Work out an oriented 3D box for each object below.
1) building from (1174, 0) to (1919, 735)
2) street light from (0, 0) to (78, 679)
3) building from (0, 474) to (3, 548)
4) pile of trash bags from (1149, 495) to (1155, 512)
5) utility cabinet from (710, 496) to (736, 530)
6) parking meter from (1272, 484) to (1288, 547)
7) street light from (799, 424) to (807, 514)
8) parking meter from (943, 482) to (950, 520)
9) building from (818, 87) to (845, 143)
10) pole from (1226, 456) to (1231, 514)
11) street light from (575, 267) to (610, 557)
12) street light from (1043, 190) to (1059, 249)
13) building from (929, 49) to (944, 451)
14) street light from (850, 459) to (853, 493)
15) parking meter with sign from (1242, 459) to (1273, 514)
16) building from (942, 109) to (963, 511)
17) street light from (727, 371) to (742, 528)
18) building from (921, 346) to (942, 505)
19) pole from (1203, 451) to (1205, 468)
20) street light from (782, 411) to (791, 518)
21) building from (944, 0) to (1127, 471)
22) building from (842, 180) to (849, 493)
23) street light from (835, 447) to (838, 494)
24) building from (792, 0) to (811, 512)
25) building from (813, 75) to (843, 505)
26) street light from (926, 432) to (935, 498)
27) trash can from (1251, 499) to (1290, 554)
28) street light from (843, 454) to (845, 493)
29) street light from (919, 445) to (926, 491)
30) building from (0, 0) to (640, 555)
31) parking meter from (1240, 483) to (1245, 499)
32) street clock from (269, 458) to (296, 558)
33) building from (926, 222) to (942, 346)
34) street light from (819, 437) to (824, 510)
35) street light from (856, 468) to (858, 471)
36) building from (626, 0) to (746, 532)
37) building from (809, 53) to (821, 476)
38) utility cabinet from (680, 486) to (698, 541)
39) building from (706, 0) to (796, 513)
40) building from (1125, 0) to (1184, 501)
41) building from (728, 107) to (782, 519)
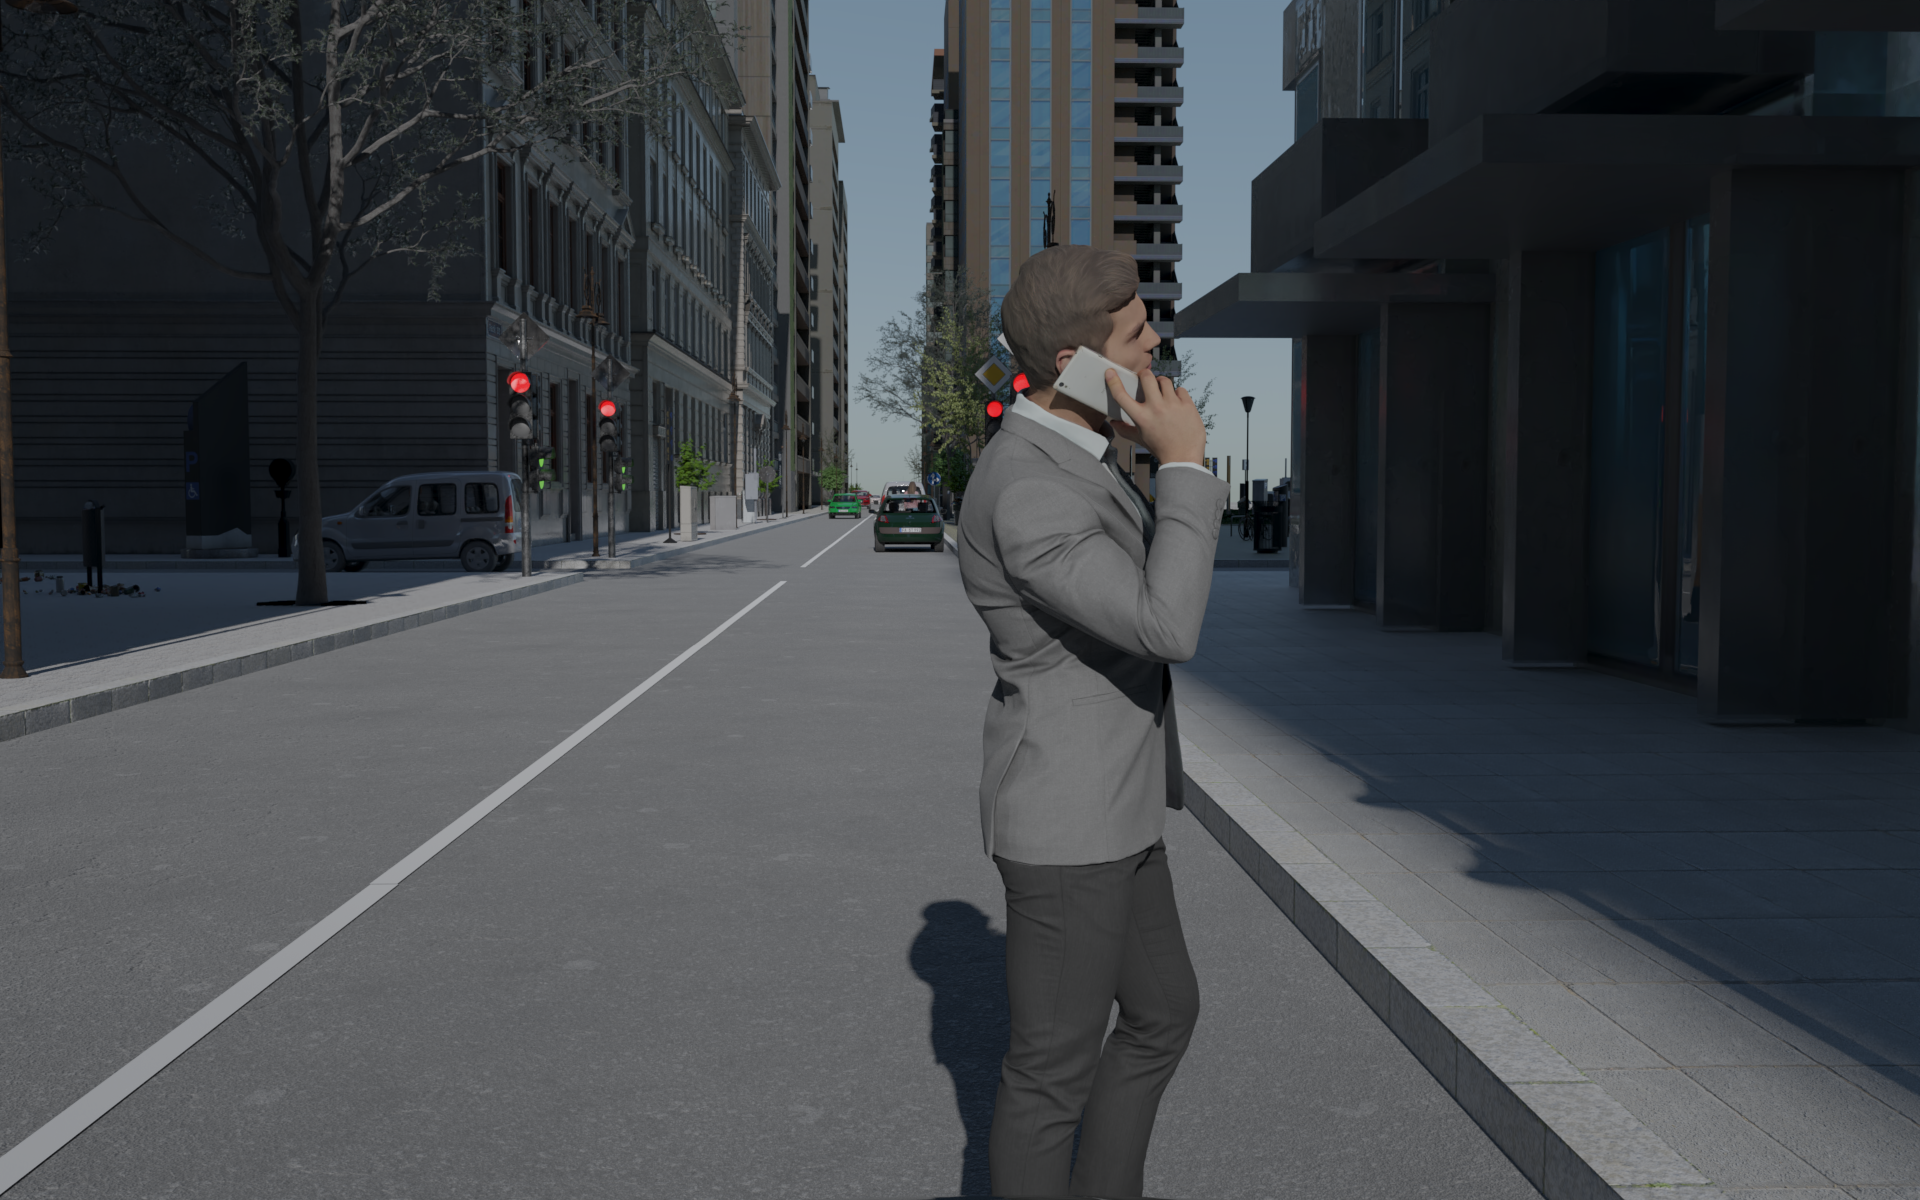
[{"bbox_3d":[14.562,-23.892,10.251,23.786,49.044,30.456,0,4,-2],"label":"building"},{"bbox_3d":[-6.610,-2.394,11.923,0.468,5.910,1.993,0,4,-2],"label":"street light"},{"bbox_3d":[-30.632,-12.870,40.098,15.834,23.373,12.332,0,4,-2],"label":"building"},{"bbox_3d":[6.560,-3.283,63.430,1.912,1.369,3.447,1,4,8],"label":"pile of trash bags"},{"bbox_3d":[-8.465,-3.100,61.850,0.306,1.237,1.020,3,5,40],"label":"utility cabinet"},{"bbox_3d":[7.764,-2.057,42.036,0.372,1.533,0.369,0,3,0],"label":"parking meter"},{"bbox_3d":[-10.083,-8.484,111.504,0.468,5.910,1.993,0,4,-2],"label":"street light"},{"bbox_3d":[-0.670,-4.858,85.137,0.255,1.863,0.399,2,4,27],"label":"parking meter"},{"bbox_3d":[-29.780,-39.094,228.424,28.713,52.752,27.495,0,4,-2],"label":"building"},{"bbox_3d":[14.230,-5.990,91.776,0.158,3.312,0.155,0,3,0],"label":"pole"},{"bbox_3d":[-7.474,-3.828,35.377,0.468,5.910,1.993,0,4,-2],"label":"street light"},{"bbox_3d":[1.364,-3.298,26.717,0.468,5.910,1.993,0,4,-2],"label":"street light"},{"bbox_3d":[8.171,-31.552,170.502,22.147,44.769,28.867,0,4,-2],"label":"building"},{"bbox_3d":[-14.057,-15.377,224.196,0.468,5.910,1.993,0,4,-2],"label":"street light"},{"bbox_3d":[14.971,-5.516,86.448,1.738,3.016,0.543,3,4,39],"label":"parking meter with sign"},{"bbox_3d":[5.586,-22.135,133.610,14.160,30.474,14.107,0,4,-2],"label":"building"},{"bbox_3d":[-8.464,-5.652,65.200,0.468,5.910,1.993,0,4,-2],"label":"street light"},{"bbox_3d":[9.135,-22.788,217.630,27.650,21.520,28.899,0,4,-2],"label":"building"},{"bbox_3d":[9.371,-4.469,66.917,0.158,3.312,0.155,0,3,0],"label":"pole"},{"bbox_3d":[-9.481,-7.454,94.667,0.468,5.910,1.993,0,4,-2],"label":"street light"},{"bbox_3d":[5.719,-30.436,147.746,14.600,45.320,14.200,0,4,-2],"label":"building"},{"bbox_3d":[-27.333,-38.499,253.155,21.300,48.544,21.600,0,4,-2],"label":"building"},{"bbox_3d":[-12.175,-12.102,170.649,0.468,5.910,1.993,0,4,-2],"label":"street light"},{"bbox_3d":[-22.818,-31.203,133.873,21.300,48.544,21.600,0,4,-2],"label":"building"},{"bbox_3d":[-25.284,-35.504,204.193,21.300,48.544,21.600,0,4,-2],"label":"building"},{"bbox_3d":[-2.045,-9.402,126.505,0.468,5.910,1.993,0,4,-2],"label":"street light"},{"bbox_3d":[6.658,-1.579,37.472,0.748,1.137,0.748,0,3,0],"label":"trash can"},{"bbox_3d":[-13.072,-13.578,194.788,0.468,5.910,1.993,0,4,-2],"label":"street light"},{"bbox_3d":[-3.201,-11.236,156.499,0.468,5.910,1.993,0,4,-2],"label":"street light"},{"bbox_3d":[-15.397,-12.828,45.889,11.583,22.565,21.152,0,4,-2],"label":"building"},{"bbox_3d":[15.178,-5.338,92.995,0.255,1.863,0.399,2,4,25],"label":"parking meter"},{"bbox_3d":[-13.685,-1.863,35.026,0.471,2.002,0.358,0,4,1],"label":"street clock"},{"bbox_3d":[1.845,-35.389,262.201,14.154,41.232,14.086,0,4,-2],"label":"building"},{"bbox_3d":[-11.247,-10.283,140.906,0.468,5.910,1.993,0,4,-2],"label":"street light"},{"bbox_3d":[-15.098,-17.175,253.603,0.468,5.910,1.993,0,4,-2],"label":"street light"},{"bbox_3d":[-18.148,-14.561,71.355,16.112,22.955,30.059,0,4,-2],"label":"building"},{"bbox_3d":[-25.091,-33.038,159.774,23.786,49.044,30.456,0,4,-2],"label":"building"},{"bbox_3d":[-7.376,-2.356,47.200,0.318,1.500,1.173,0,4,-1],"label":"utility cabinet"},{"bbox_3d":[-18.591,-26.457,116.167,14.154,41.232,14.086,0,4,-2],"label":"building"},{"bbox_3d":[7.063,-28.649,118.523,14.600,45.320,14.200,0,4,-2],"label":"building"},{"bbox_3d":[-16.072,-16.361,96.380,11.050,23.489,19.941,0,4,-2],"label":"building"}]
